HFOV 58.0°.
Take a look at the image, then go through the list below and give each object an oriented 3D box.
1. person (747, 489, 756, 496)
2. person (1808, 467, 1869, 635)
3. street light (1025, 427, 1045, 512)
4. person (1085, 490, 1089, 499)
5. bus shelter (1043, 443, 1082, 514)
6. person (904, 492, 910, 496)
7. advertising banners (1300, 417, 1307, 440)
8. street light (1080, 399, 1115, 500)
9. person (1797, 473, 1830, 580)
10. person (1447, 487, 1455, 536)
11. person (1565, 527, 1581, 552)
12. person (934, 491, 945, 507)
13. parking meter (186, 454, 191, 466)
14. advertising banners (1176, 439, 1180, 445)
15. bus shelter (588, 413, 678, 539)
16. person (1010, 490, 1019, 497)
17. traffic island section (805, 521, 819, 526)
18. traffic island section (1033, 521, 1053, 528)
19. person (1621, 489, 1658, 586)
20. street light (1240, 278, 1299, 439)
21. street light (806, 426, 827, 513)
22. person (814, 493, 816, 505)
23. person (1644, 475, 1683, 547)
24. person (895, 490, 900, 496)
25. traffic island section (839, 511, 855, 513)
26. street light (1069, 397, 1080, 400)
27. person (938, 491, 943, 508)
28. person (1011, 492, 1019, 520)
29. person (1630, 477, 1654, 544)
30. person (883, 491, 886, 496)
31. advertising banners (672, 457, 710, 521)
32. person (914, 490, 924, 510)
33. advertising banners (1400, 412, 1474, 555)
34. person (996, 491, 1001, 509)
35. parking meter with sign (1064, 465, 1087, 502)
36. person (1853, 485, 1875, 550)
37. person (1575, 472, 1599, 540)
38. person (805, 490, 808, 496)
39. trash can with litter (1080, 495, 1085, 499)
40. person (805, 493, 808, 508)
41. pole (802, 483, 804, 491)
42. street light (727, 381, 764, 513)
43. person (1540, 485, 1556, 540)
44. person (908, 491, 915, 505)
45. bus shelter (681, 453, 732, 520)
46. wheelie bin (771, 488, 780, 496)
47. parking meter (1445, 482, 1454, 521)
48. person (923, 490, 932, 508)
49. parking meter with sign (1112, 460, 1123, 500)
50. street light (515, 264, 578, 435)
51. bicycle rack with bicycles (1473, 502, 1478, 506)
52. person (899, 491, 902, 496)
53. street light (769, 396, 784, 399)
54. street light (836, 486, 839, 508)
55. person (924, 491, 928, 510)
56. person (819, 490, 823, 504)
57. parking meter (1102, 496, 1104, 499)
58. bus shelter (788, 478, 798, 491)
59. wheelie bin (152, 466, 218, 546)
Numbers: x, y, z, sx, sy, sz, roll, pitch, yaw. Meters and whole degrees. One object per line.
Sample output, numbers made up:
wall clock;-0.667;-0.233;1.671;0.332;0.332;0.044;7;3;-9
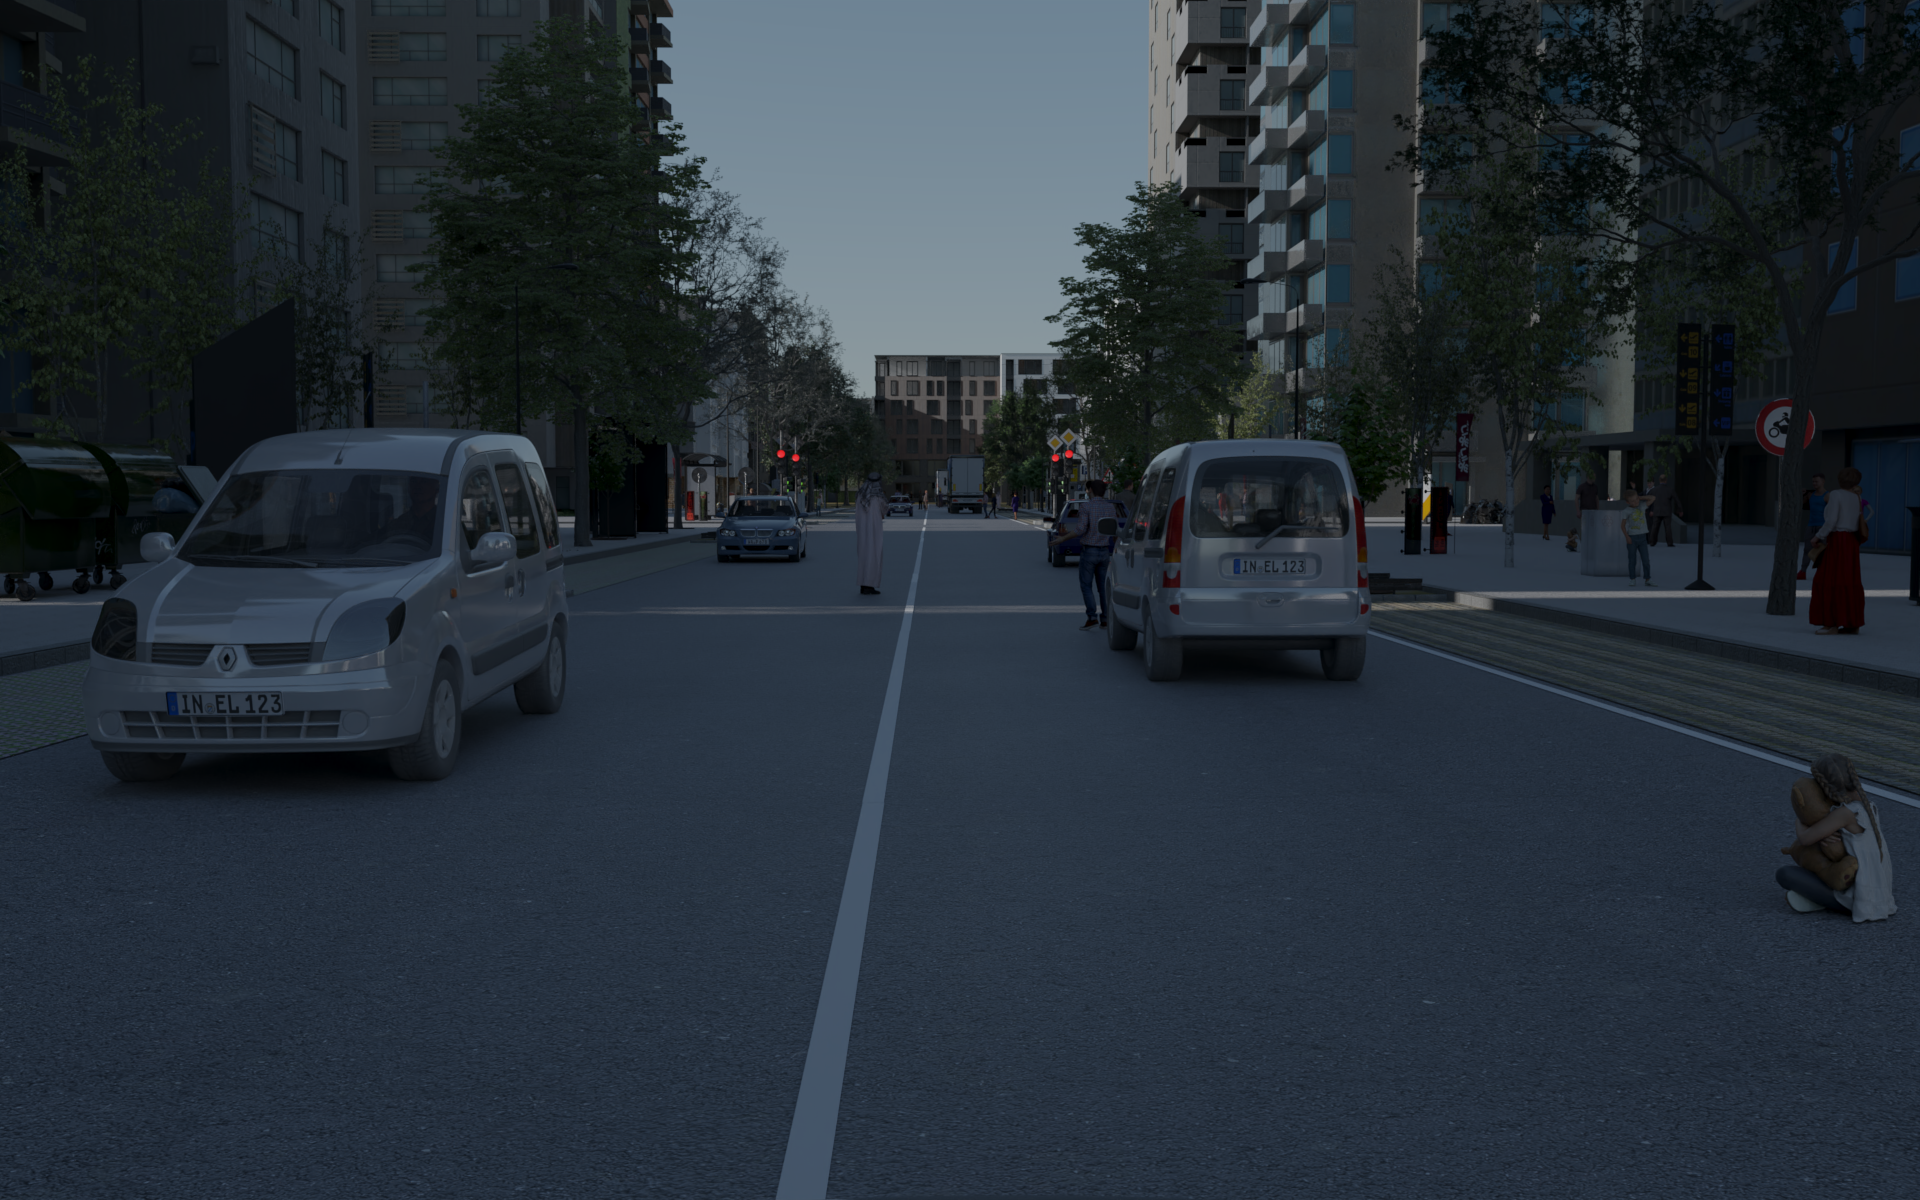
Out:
person;-10.153;-4.640;84.181;0.482;1.546;0.388;-2;4;-29
person;8.035;-0.446;15.808;0.523;1.526;0.387;-1;4;-20
street light;5.231;-9.059;120.653;1.470;5.913;1.316;0;4;-1
person;6.821;-5.104;91.700;0.499;1.552;0.429;-3;5;-41
bus shelter;6.663;-8.372;114.520;2.179;5.291;8.768;0;4;-1
person;-6.457;-12.450;212.850;1.217;1.735;0.721;-2;4;-26
advertising banners;7.795;-2.706;40.425;0.090;3.025;2.074;0;4;-3
street light;6.027;-6.196;73.841;1.470;5.913;1.316;0;4;-1
person;12.741;-1.100;25.890;0.662;1.594;0.647;-3;4;-36
person;14.885;-2.724;53.125;0.480;1.512;0.613;3;4;38
person;13.597;-1.336;38.355;0.357;0.543;0.381;2;4;24
person;-2.241;-11.146;190.741;1.348;1.824;0.705;-1;4;-20
parking meter;-11.226;-1.224;25.722;0.255;1.863;0.399;2;4;35
advertising banners;6.918;-3.677;56.312;0.090;3.025;2.074;0;4;-4
bus shelter;-9.908;-3.775;53.002;1.731;3.624;6.357;0;4;-1
person;5.615;-10.441;176.386;1.348;1.869;0.705;-2;4;-29
traffic island section;-7.731;-3.636;81.724;2.009;0.180;2.903;0;4;-1
traffic island section;4.509;-3.648;81.928;2.009;0.180;2.903;0;4;-1
person;9.462;-0.866;24.114;0.435;1.345;0.340;0;4;-1
street light;6.728;-3.968;37.411;1.470;5.913;1.316;0;4;-1
street light;-9.842;-8.944;118.770;1.470;5.913;1.316;0;4;-1
person;-17.521;-12.201;206.254;1.217;1.735;0.721;-2;4;-32
person;17.133;-2.181;42.262;0.990;1.755;0.434;3;4;38
person;-6.161;-9.837;169.204;0.709;1.838;0.599;1;4;14
traffic island section;-8.289;-6.771;133.565;1.991;0.108;1.994;0;4;-1
street light;5.941;-6.776;83.324;1.470;5.913;1.316;0;4;-1
person;-2.011;-10.545;181.830;0.541;1.710;0.530;-1;4;-11
person;2.955;-5.085;94.006;0.453;1.535;0.546;-3;5;-40
person;17.356;-2.272;43.994;0.742;1.727;0.445;3;4;37
person;-7.497;-9.819;169.752;0.721;1.735;1.217;-1;4;-14
advertising banners;-12.854;-5.286;82.617;2.074;3.025;0.090;2;4;25
person;-3.667;-9.249;159.864;1.348;1.807;0.705;-2;4;-34
advertising banners;10.191;-2.489;36.890;2.074;3.025;0.090;-2;4;-30
person;3.632;-9.350;162.039;0.551;1.740;0.621;1;4;8
parking meter with sign;7.094;-6.726;106.236;0.543;3.016;1.738;-3;5;-41
person;15.359;-1.249;29.706;0.726;1.435;0.776;2;4;33
person;14.148;-2.008;39.004;0.598;1.807;0.434;0;4;-7
person;-19.429;-13.163;221.275;0.705;1.822;1.348;-2;4;-34
trash can with litter;7.528;-5.384;99.078;2.233;1.210;1.678;0;4;-4
person;-12.967;-8.304;145.715;0.435;1.345;0.340;1;4;13
pole;-12.332;-8.671;135.606;0.158;3.312;0.155;0;3;0
street light;-9.025;-6.047;71.413;1.470;5.913;1.316;0;4;-1
person;16.383;-2.426;48.086;0.453;1.535;0.546;-2;4;-35
person;-5.743;-11.972;204.767;1.217;1.766;0.721;0;4;4
bus shelter;-12.793;-5.717;87.403;2.014;3.302;5.546;0;4;-1
wheelie bin;-10.316;-5.388;96.009;0.693;1.594;0.980;-2;4;-33
parking meter;23.164;-4.668;82.036;0.399;1.863;0.255;1;4;20
person;-3.526;-10.214;175.632;1.348;1.807;0.705;-1;4;-15
parking meter with sign;7.487;-5.261;82.274;0.543;3.016;1.738;2;4;26
street light;-8.396;-3.823;35.054;1.470;5.913;1.316;0;4;-1
bicycle rack with bicycles;25.419;-4.261;83.051;2.852;0.926;2.925;0;4;1
person;-7.013;-11.818;202.400;0.551;1.740;0.621;1;4;11
street light;-9.076;-6.726;82.503;1.470;5.913;1.316;0;4;-1
street light;-10.509;-11.210;155.817;1.470;5.913;1.316;0;4;-1
person;-3.115;-9.147;158.613;0.434;1.755;0.990;0;4;-7
person;-16.080;-11.779;199.298;0.621;1.740;0.551;0;4;-7
parking meter;7.234;-5.080;88.766;0.255;1.863;0.399;1;4;18
bus shelter;-13.399;-8.821;135.504;1.731;3.624;6.357;0;4;-1
wheelie bin;-8.597;-0.704;19.416;0.693;1.594;0.980;0;4;5
